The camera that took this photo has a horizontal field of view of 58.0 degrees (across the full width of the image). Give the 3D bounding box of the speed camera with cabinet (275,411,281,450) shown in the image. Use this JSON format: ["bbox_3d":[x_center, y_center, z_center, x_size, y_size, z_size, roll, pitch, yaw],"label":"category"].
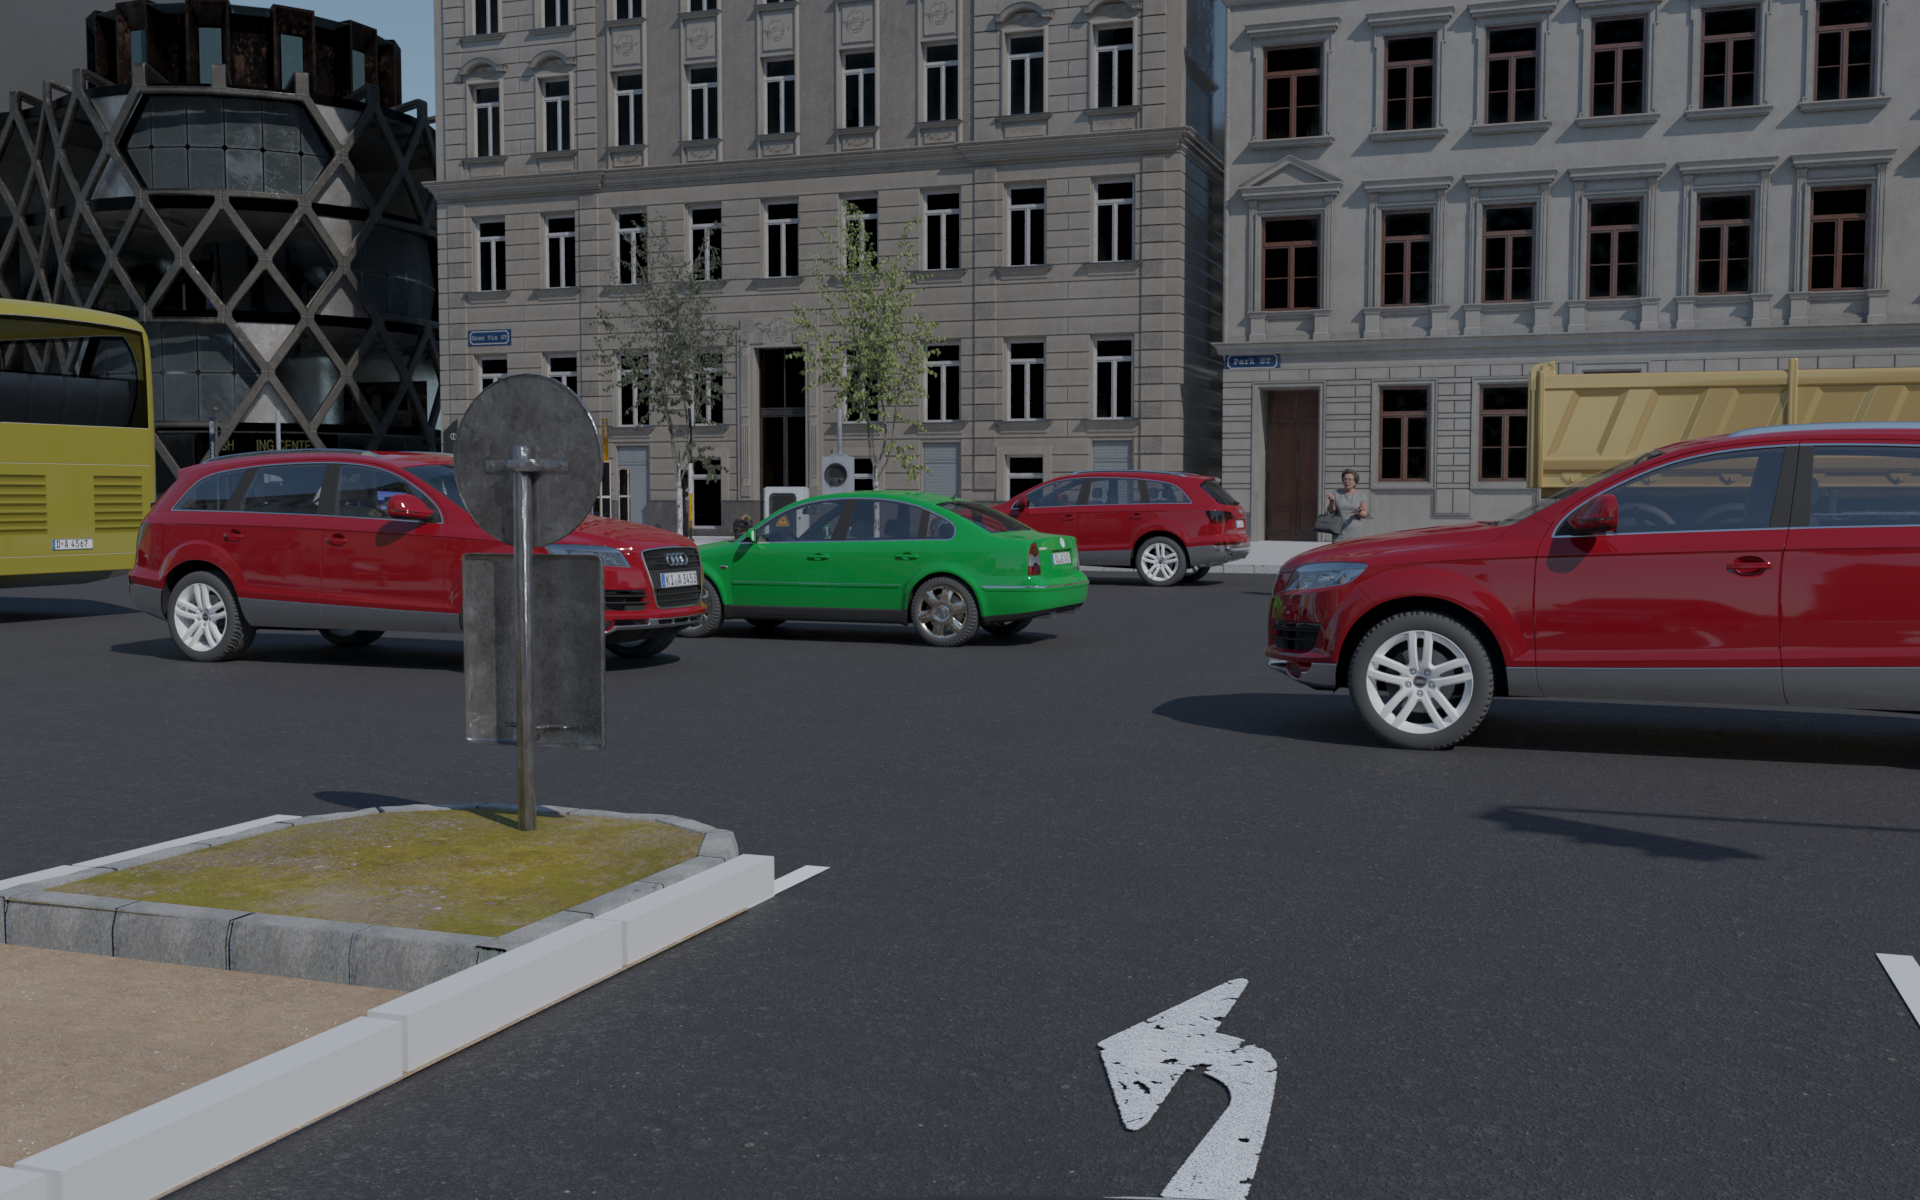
[{"bbox_3d":[-15.499,-2.877,41.378,2.038,3.252,0.660,0,4,-3],"label":"speed camera with cabinet"}]

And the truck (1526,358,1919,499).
[{"bbox_3d":[12.413,-1.607,22.192,9.791,3.379,3.469,1,4,18],"label":"truck"}]

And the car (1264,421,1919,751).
[{"bbox_3d":[4.442,-0.080,9.987,5.304,1.827,2.281,1,4,20],"label":"car"}]

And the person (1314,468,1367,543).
[{"bbox_3d":[5.203,-0.908,23.699,0.716,1.782,0.532,1,4,12],"label":"person"}]

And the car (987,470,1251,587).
[{"bbox_3d":[2.031,-1.189,28.120,5.304,1.827,2.281,1,4,21],"label":"car"}]

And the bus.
[{"bbox_3d":[-15.621,-1.833,21.519,12.252,3.916,2.896,1,4,21],"label":"bus"}]

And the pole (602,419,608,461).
[{"bbox_3d":[-9.593,-3.243,46.863,0.158,3.312,0.155,0,3,0],"label":"pole"}]

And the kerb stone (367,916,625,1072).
[{"bbox_3d":[-1.243,1.067,4.750,0.120,0.150,1.000,1,4,20],"label":"kerb stone"}]

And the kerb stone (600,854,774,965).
[{"bbox_3d":[-0.890,1.015,5.719,0.120,0.150,1.000,1,4,20],"label":"kerb stone"}]

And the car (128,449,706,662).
[{"bbox_3d":[-4.700,-0.390,15.050,5.304,1.827,2.281,1,4,22],"label":"car"}]

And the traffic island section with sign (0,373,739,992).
[{"bbox_3d":[-1.858,0.127,6.055,2.006,1.907,1.989,1,4,20],"label":"traffic island section with sign"}]

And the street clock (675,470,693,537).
[{"bbox_3d":[-8.202,-2.871,51.503,0.471,2.002,0.358,2,4,29],"label":"street clock"}]

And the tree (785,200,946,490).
[{"bbox_3d":[-2.171,-5.681,43.244,4.737,8.622,4.395,0,3,0],"label":"tree"}]

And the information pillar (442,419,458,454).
[{"bbox_3d":[-15.790,-3.818,53.772,0.504,3.616,0.183,-3,5,-42],"label":"information pillar"}]

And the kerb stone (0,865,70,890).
[{"bbox_3d":[-3.210,1.021,5.499,0.120,0.150,1.000,1,4,20],"label":"kerb stone"}]

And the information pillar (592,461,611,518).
[{"bbox_3d":[-7.870,-2.051,38.033,0.304,2.012,0.304,3,4,37],"label":"information pillar"}]

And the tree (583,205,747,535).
[{"bbox_3d":[-7.254,-5.726,43.982,4.360,8.622,3.978,0,3,0],"label":"tree"}]

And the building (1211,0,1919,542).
[{"bbox_3d":[18.031,-12.934,47.633,21.152,22.565,11.583,1,4,20],"label":"building"}]

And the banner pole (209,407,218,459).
[{"bbox_3d":[-21.348,-3.645,49.611,0.401,3.779,0.863,0,4,-6],"label":"banner pole"}]

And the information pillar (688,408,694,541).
[{"bbox_3d":[-7.313,-3.401,46.953,0.183,3.616,0.504,-1,4,-12],"label":"information pillar"}]

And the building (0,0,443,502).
[{"bbox_3d":[-27.582,-12.244,67.634,16.811,18.784,16.820,1,4,20],"label":"building"}]

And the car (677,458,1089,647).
[{"bbox_3d":[-1.089,-0.529,17.440,4.718,1.807,1.959,1,4,22],"label":"car"}]

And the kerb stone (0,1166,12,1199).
[{"bbox_3d":[-1.953,1.185,2.824,0.120,0.150,1.000,1,4,20],"label":"kerb stone"}]

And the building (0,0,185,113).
[{"bbox_3d":[-47.113,-17.117,73.374,24.014,27.812,14.314,1,4,20],"label":"building"}]

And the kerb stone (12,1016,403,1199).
[{"bbox_3d":[-1.591,1.131,3.784,0.120,0.150,1.000,1,4,20],"label":"kerb stone"}]

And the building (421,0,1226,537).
[{"bbox_3d":[-3.429,-15.833,56.128,25.104,27.353,12.463,1,4,20],"label":"building"}]

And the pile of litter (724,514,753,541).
[{"bbox_3d":[-4.923,-1.427,37.291,1.176,0.858,1.719,1,4,15],"label":"pile of litter"}]

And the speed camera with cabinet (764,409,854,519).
[{"bbox_3d":[-3.511,-2.810,40.279,2.038,3.252,0.660,0,4,7],"label":"speed camera with cabinet"}]

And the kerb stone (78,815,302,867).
[{"bbox_3d":[-2.851,0.965,6.461,0.120,0.150,1.000,1,4,20],"label":"kerb stone"}]

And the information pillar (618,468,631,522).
[{"bbox_3d":[-9.569,-2.749,49.444,0.304,2.012,0.304,0,3,0],"label":"information pillar"}]
